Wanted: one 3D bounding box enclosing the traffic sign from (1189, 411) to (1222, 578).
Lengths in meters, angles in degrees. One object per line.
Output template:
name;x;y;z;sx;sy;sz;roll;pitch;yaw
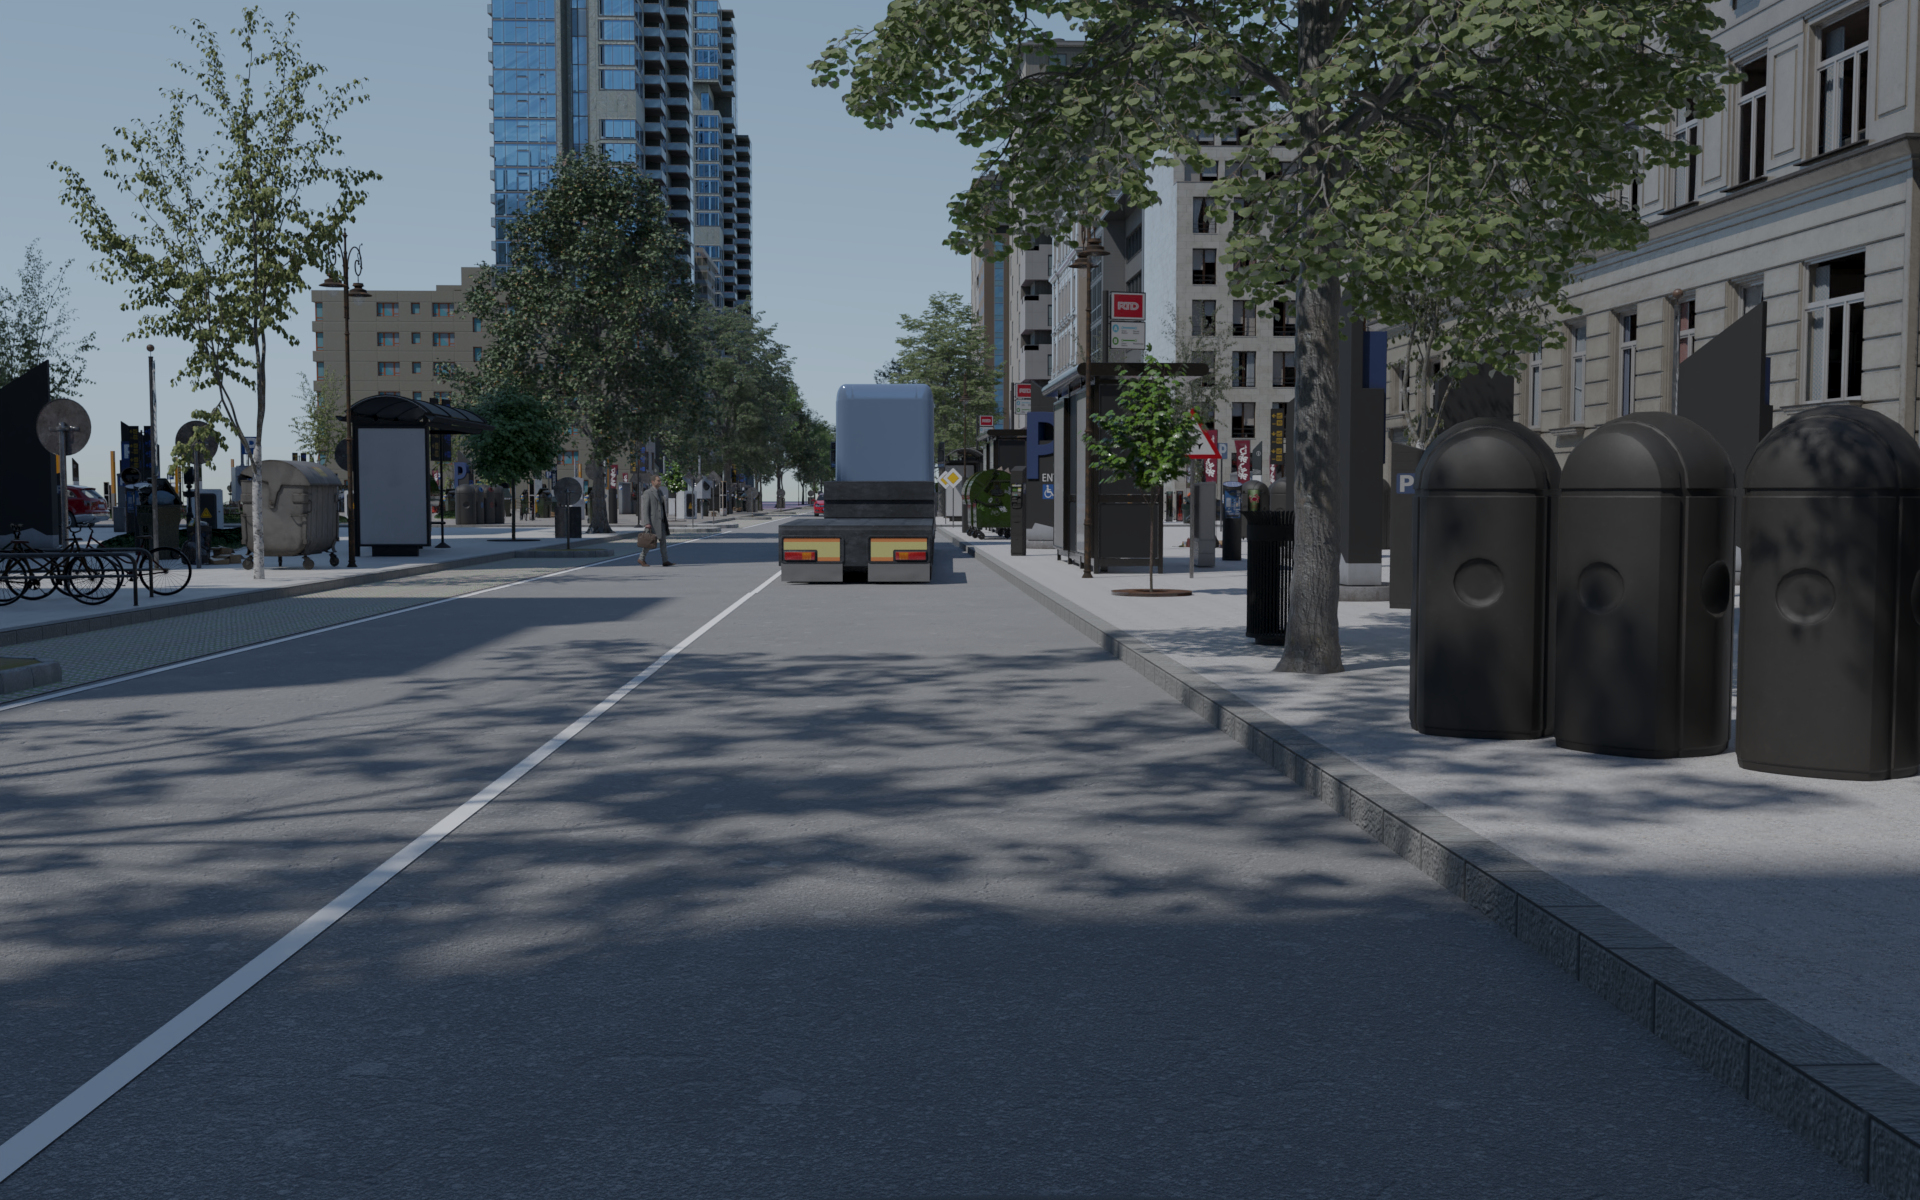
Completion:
traffic sign;3.528;-1.609;26.316;0.884;2.594;0.081;0;4;5

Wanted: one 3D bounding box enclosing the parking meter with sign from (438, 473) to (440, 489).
parking meter with sign;-42.710;-8.891;141.630;0.543;3.016;1.738;-1;4;-10

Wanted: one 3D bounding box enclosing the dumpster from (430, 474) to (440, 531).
dumpster;-13.826;-2.460;42.713;1.502;2.255;1.985;0;4;-2

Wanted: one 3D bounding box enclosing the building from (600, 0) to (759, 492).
building;-43.766;-59.211;280.768;22.319;86.520;31.000;0;4;-3

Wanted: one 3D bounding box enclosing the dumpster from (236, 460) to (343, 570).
dumpster;-11.549;-1.475;29.880;1.264;1.857;1.865;0;4;-3

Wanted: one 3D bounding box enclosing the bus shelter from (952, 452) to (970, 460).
bus shelter;0.739;-6.607;85.652;2.179;5.291;8.768;0;4;-3

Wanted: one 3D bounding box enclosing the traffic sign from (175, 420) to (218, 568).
traffic sign;-13.176;-1.823;29.908;0.768;2.556;0.104;0;4;3

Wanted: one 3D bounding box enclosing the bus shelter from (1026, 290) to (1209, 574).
bus shelter;2.734;-3.318;31.889;2.179;5.291;8.768;0;4;-3

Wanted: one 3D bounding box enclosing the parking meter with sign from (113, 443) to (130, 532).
parking meter with sign;-28.409;-3.833;58.938;0.543;3.016;1.738;-1;4;-12

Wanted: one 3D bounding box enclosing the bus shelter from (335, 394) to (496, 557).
bus shelter;-11.770;-2.692;37.936;2.014;3.302;5.546;0;4;-3

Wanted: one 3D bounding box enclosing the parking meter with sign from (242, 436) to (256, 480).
parking meter with sign;-21.623;-3.487;53.276;0.543;3.016;1.738;-1;4;-13

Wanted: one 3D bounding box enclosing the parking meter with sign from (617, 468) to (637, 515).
parking meter with sign;-21.035;-6.880;108.757;0.543;3.016;1.738;3;4;37

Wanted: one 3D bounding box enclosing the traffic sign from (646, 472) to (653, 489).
traffic sign;-15.950;-5.360;88.820;0.795;2.450;0.064;0;3;0

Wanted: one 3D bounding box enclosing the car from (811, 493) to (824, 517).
car;-8.396;-6.217;110.694;2.155;1.783;4.494;0;4;-3

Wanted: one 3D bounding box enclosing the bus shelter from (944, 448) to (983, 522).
bus shelter;0.131;-5.163;78.339;2.014;3.302;5.546;0;4;-2

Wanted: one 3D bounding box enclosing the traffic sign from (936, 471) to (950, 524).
traffic sign;-0.612;-4.293;73.832;0.795;2.450;0.064;0;4;-3

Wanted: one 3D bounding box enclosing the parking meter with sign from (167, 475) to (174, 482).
parking meter with sign;-65.490;-9.013;143.624;0.543;3.016;1.738;-2;4;-27

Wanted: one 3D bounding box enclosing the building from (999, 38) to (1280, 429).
building;20.025;-37.364;200.143;28.713;52.752;27.495;0;4;-3

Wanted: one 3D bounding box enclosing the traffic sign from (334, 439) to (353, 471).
traffic sign;-13.767;-2.387;39.141;0.768;2.556;0.104;0;4;6

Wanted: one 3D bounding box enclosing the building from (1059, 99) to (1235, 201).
building;22.776;-29.538;174.833;32.217;40.220;23.993;0;4;-3

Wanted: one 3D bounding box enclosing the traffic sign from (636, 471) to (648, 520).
traffic sign;-15.576;-5.157;84.419;0.768;2.556;0.104;0;4;3

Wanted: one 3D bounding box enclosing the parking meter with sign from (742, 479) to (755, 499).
parking meter with sign;-18.204;-9.262;147.691;1.738;3.016;0.543;-2;4;-30

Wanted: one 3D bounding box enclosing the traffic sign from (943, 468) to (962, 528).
traffic sign;-0.261;-3.805;65.855;0.795;2.450;0.064;0;4;-3

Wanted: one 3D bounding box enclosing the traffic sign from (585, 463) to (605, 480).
traffic sign;-13.617;-3.947;64.634;0.768;2.556;0.104;0;4;5

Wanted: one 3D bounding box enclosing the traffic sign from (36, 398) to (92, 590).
traffic sign;-11.905;-1.401;23.012;0.768;2.556;0.104;0;4;5

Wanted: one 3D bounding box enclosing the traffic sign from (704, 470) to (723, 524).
traffic sign;-10.448;-4.268;73.421;0.795;2.450;0.064;0;4;-3

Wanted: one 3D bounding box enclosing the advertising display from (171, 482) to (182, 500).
advertising display;-43.785;-5.600;96.774;0.974;1.923;0.123;3;4;39

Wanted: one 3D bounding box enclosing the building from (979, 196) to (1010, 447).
building;10.078;-37.261;259.328;14.600;45.320;14.200;0;4;-3

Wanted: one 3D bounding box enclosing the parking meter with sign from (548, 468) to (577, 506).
parking meter with sign;-26.952;-7.441;117.928;1.738;3.016;0.543;0;4;-6

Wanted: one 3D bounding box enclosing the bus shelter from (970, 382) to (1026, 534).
bus shelter;1.754;-5.042;60.071;2.179;5.291;8.768;0;4;-3

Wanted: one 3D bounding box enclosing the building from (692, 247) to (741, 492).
building;-48.674;-34.349;253.484;32.217;40.220;23.993;0;4;-3

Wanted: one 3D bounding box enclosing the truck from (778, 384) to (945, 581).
truck;-1.765;-2.860;36.528;2.967;4.110;18.799;0;4;-1

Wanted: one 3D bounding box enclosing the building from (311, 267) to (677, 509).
building;-41.674;-19.379;161.882;27.650;21.520;28.899;0;4;-3

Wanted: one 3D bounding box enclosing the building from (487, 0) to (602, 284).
building;-39.818;-53.659;190.003;22.319;86.520;31.000;0;4;-3

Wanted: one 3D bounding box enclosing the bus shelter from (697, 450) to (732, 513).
bus shelter;-17.167;-8.696;119.816;2.179;5.291;8.768;0;4;-2

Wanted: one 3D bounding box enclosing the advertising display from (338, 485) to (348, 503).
advertising display;-43.629;-7.158;122.248;0.123;1.923;0.974;3;4;36

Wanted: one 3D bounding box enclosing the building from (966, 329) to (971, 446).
building;7.957;-32.407;301.561;14.160;30.474;14.107;0;4;-3

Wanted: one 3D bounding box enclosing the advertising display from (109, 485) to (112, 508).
advertising display;-59.482;-7.114;121.519;0.123;1.923;0.974;-1;4;-11

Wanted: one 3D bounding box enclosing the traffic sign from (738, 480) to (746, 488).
traffic sign;-18.499;-8.943;146.318;0.768;2.556;0.104;0;4;2

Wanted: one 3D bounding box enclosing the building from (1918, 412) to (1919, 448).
building;37.705;-16.713;91.279;19.932;24.808;12.078;0;4;-3

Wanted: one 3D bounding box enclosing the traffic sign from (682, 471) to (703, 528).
traffic sign;-10.096;-3.780;65.444;0.795;2.450;0.064;0;4;-3

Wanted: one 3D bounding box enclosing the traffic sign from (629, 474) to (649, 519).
traffic sign;-14.202;-4.686;76.627;0.884;2.594;0.081;0;4;5

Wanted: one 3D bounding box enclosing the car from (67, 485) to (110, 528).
car;-36.347;-3.632;68.056;5.304;1.827;2.281;0;4;-4

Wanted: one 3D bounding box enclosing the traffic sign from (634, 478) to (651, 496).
traffic sign;-16.050;-5.355;87.561;0.884;2.594;0.081;0;4;6

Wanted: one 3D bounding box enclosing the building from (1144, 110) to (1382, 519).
building;18.702;-14.391;90.042;16.860;20.320;10.420;0;4;-3

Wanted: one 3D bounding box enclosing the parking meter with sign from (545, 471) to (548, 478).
parking meter with sign;-30.837;-8.308;132.101;1.738;3.016;0.543;3;4;37

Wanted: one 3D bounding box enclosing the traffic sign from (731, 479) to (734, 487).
traffic sign;-18.238;-8.355;136.703;0.768;2.556;0.104;0;4;1

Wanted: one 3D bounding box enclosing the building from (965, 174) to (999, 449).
building;15.805;-42.260;280.181;28.713;52.752;27.495;0;4;-3

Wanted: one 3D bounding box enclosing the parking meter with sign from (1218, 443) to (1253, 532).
parking meter with sign;9.485;-3.803;58.437;0.543;3.016;1.738;-3;5;-44
